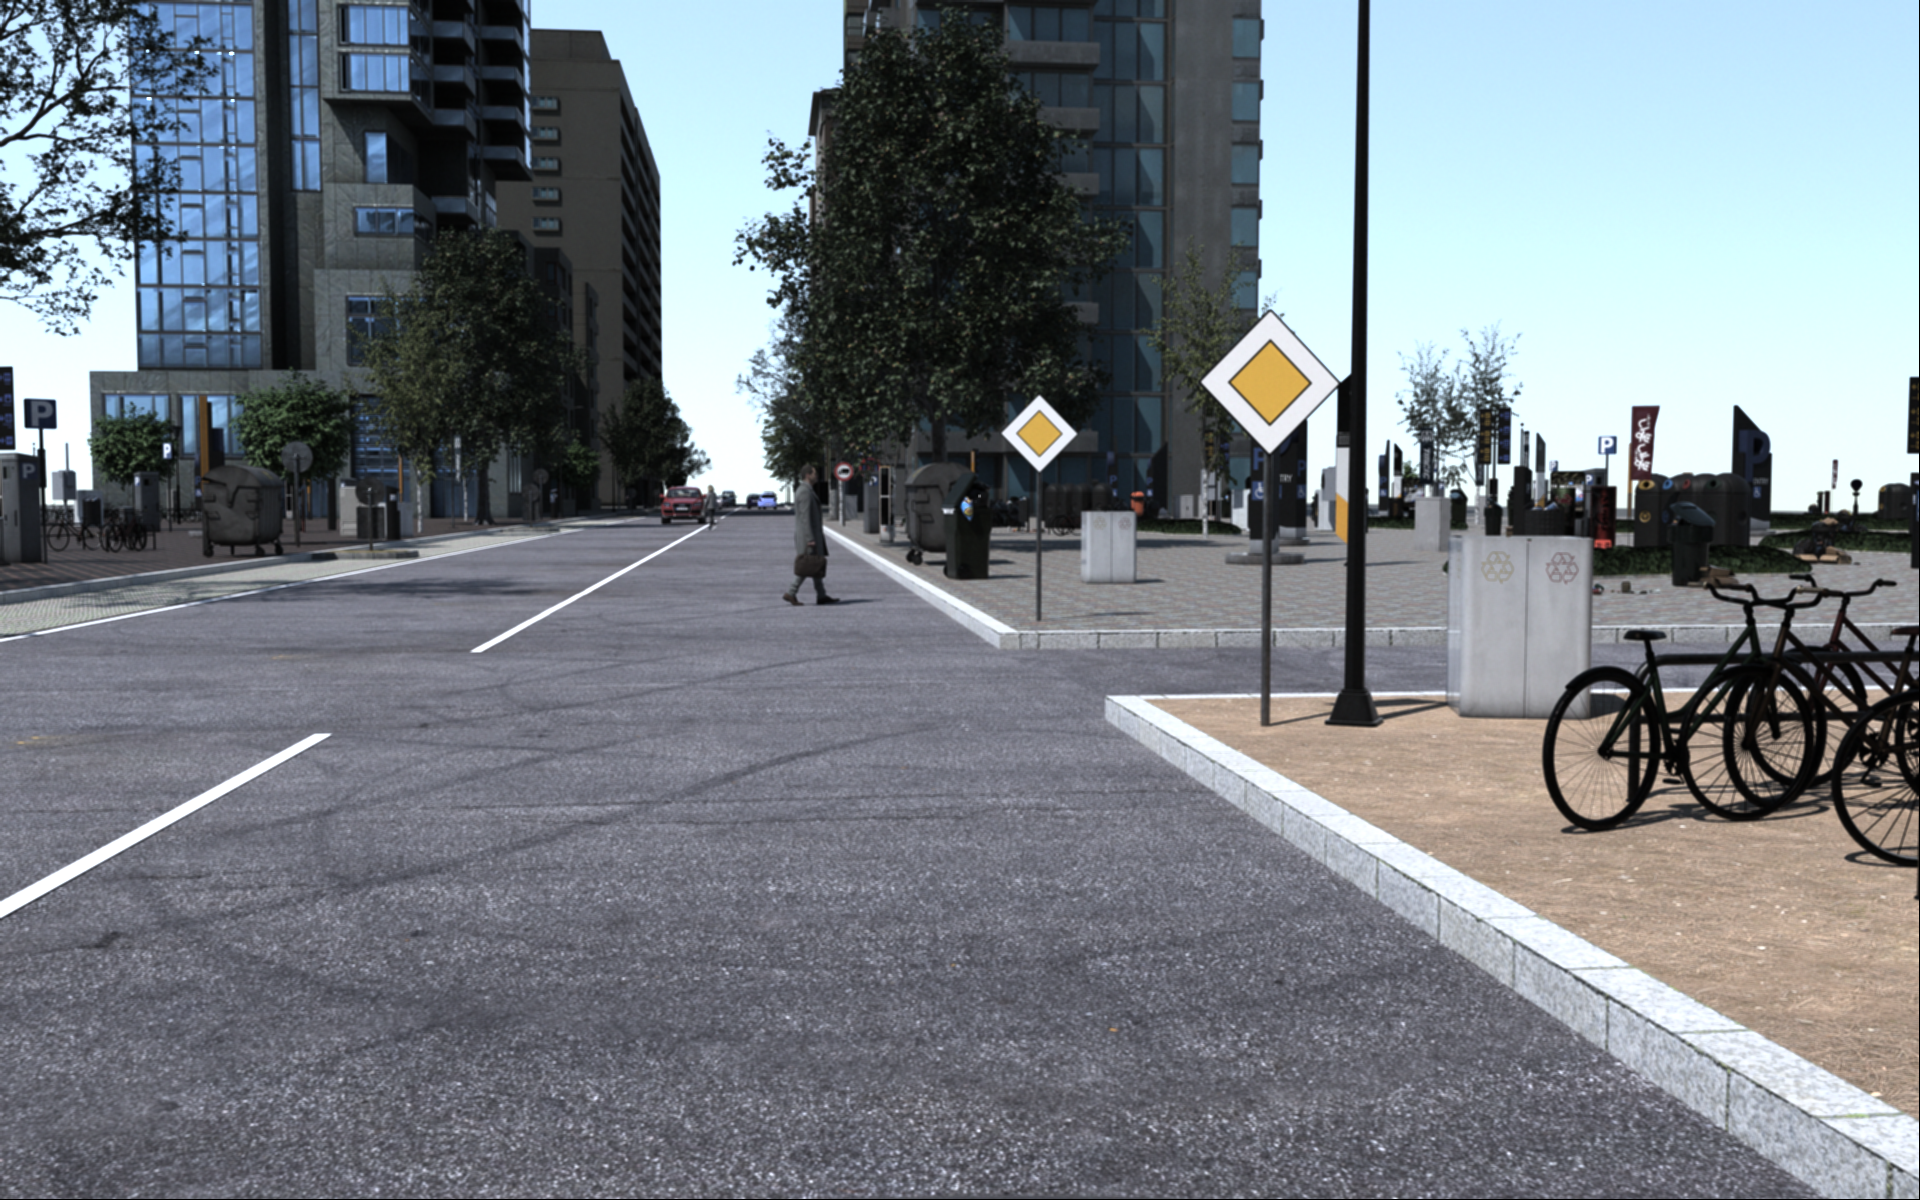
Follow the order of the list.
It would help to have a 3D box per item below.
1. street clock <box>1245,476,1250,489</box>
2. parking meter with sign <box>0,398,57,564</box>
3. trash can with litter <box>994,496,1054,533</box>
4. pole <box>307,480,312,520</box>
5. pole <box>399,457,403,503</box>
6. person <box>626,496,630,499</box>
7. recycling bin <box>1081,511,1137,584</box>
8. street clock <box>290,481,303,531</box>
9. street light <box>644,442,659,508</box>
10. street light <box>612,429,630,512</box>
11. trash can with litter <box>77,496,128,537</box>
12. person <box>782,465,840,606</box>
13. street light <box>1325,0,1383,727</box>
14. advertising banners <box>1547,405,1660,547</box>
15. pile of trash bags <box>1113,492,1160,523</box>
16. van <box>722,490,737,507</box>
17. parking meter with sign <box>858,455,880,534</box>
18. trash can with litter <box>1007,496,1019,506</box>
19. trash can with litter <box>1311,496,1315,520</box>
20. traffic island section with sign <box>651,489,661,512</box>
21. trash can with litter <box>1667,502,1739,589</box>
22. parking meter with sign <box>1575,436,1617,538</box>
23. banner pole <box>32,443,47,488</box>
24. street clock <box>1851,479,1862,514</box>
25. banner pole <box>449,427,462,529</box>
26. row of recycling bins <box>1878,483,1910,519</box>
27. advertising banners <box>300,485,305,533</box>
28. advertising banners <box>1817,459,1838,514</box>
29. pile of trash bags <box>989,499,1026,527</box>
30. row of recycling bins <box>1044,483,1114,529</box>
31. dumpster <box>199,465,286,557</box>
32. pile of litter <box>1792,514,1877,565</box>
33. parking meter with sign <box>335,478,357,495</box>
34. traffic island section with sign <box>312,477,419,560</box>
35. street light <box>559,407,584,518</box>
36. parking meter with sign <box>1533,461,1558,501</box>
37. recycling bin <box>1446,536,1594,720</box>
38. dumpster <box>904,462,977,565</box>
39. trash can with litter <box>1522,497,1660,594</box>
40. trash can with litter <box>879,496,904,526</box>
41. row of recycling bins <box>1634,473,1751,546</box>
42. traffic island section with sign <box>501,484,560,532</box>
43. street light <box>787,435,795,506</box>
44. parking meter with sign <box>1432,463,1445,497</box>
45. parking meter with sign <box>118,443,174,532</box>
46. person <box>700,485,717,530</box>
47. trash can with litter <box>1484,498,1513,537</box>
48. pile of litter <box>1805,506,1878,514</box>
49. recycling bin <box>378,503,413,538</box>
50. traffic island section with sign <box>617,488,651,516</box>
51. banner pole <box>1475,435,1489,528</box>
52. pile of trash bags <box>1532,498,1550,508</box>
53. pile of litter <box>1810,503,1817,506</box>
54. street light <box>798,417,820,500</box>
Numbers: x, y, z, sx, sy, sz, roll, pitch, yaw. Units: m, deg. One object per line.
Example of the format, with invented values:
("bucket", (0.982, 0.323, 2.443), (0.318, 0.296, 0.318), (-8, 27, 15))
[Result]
("street clock", (11.754, -3.998, 69.931), (0.471, 2.002, 0.358), (0, 4, 4))
("parking meter with sign", (-17.487, -2.203, 32.274), (1.738, 3.016, 0.543), (3, 4, 37))
("trash can with litter", (2.283, -2.859, 57.801), (1.678, 1.210, 2.233), (-2, 4, -35))
("pole", (-32.527, -5.672, 86.584), (0.158, 3.312, 0.155), (0, 3, 0))
("pole", (-28.638, -5.804, 88.746), (0.158, 3.312, 0.155), (0, 3, 0))
("person", (-32.706, -9.962, 171.244), (0.599, 1.838, 0.709), (3, 5, 44))
("recycling bin", (2.147, -0.764, 25.038), (0.722, 1.027, 0.722), (0, 4, -3))
("street clock", (-22.739, -3.354, 59.403), (0.471, 2.002, 0.358), (-2, 4, -32))
("street light", (-27.672, -11.161, 155.027), (1.470, 5.913, 1.316), (0, 4, -6))
("street light", (-24.167, -9.231, 123.474), (1.470, 5.913, 1.316), (0, 4, -6))
("trash can with litter", (-26.107, -2.564, 52.987), (1.678, 1.210, 2.233), (3, 4, 37))
("person", (-1.920, -0.841, 22.355), (0.767, 1.812, 0.694), (-1, 4, -9))
("street light", (1.668, -2.258, 9.463), (1.470, 5.913, 1.316), (0, 4, -6))
("advertising banners", (12.815, -2.346, 34.552), (2.074, 3.025, 0.090), (1, 4, 22))
("pile of trash bags", (6.824, -3.524, 67.375), (1.912, 1.369, 3.447), (0, 4, -1))
("van", (-26.351, -11.628, 197.129), (2.013, 2.044, 4.112), (0, 4, -7))
("parking meter with sign", (-2.922, -3.694, 56.657), (0.543, 3.016, 1.738), (-1, 4, -13))
("trash can with litter", (2.731, -4.347, 82.465), (0.624, 1.170, 1.055), (2, 4, 33))
("trash can with litter", (17.803, -4.518, 85.258), (0.624, 1.170, 1.055), (-3, 4, -36))
("traffic island section with sign", (-24.813, -8.161, 142.067), (1.989, 1.847, 2.006), (0, 4, -6))
("trash can with litter", (10.295, -0.765, 23.901), (0.624, 1.170, 1.055), (-1, 4, -22))
("parking meter with sign", (18.846, -3.384, 51.583), (1.738, 3.016, 0.543), (-3, 5, -42))
("banner pole", (-44.892, -5.775, 84.444), (0.401, 3.779, 0.863), (2, 4, 25))
("street clock", (43.963, -4.918, 84.980), (0.471, 2.002, 0.358), (1, 4, 11))
("banner pole", (-18.752, -4.550, 64.410), (0.863, 3.779, 0.401), (3, 5, 42))
("row of recycling bins", (36.325, -3.677, 67.225), (1.069, 1.692, 3.534), (2, 4, 23))
("advertising banners", (-21.931, -3.769, 57.806), (0.090, 3.025, 2.074), (-2, 4, -24))
("advertising banners", (44.344, -5.649, 88.555), (0.090, 3.025, 2.074), (0, 4, 2))
("pile of trash bags", (0.719, -3.500, 66.970), (3.447, 1.369, 1.912), (-1, 4, -23))
("row of recycling bins", (4.387, -3.501, 64.355), (1.069, 1.692, 3.534), (-3, 4, -36))
("dumpster", (-14.800, -1.835, 35.754), (1.264, 1.857, 1.865), (0, 4, -6))
("pile of litter", (15.930, -1.105, 32.035), (1.176, 0.858, 1.719), (-2, 4, -30))
("parking meter with sign", (-29.081, -5.275, 82.503), (0.543, 3.016, 1.738), (2, 4, 32))
("traffic island section with sign", (-13.177, -1.830, 38.556), (1.989, 1.847, 2.006), (0, 4, -6))
("street light", (-20.626, -7.302, 91.925), (1.470, 5.913, 1.316), (0, 4, -6))
("parking meter with sign", (30.246, -5.750, 90.272), (1.738, 3.016, 0.543), (-1, 4, -20))
("recycling bin", (3.279, 0.144, 10.198), (0.722, 1.027, 0.722), (1, 4, 8))
("dumpster", (-0.335, -1.592, 31.781), (1.264, 1.857, 1.865), (0, 4, -7))
("trash can with litter", (7.995, -0.699, 22.485), (2.233, 1.210, 1.678), (0, 4, 7))
("trash can with litter", (-2.743, -3.517, 68.565), (2.233, 1.210, 1.678), (-3, 5, -42))
("row of recycling bins", (14.817, -1.711, 35.093), (1.069, 1.692, 3.534), (0, 4, -6))
("traffic island section with sign", (-16.183, -3.469, 65.344), (1.989, 1.847, 2.006), (0, 4, -6))
("street light", (-12.707, -10.029, 136.522), (1.470, 5.913, 1.316), (0, 4, -6))
("parking meter with sign", (26.184, -6.023, 94.734), (0.543, 3.016, 1.738), (0, 4, -6))
("parking meter with sign", (-27.379, -3.792, 58.261), (0.543, 3.016, 1.738), (2, 4, 35))
("person", (-9.973, -3.693, 69.065), (0.728, 1.800, 0.709), (3, 5, 44))
("trash can with litter", (16.417, -2.513, 52.469), (1.055, 1.170, 0.624), (2, 4, 24))
("pile of litter", (25.151, -2.150, 49.116), (1.176, 0.858, 1.719), (-3, 4, -38))
("recycling bin", (-16.685, -2.365, 51.228), (0.722, 1.027, 0.722), (2, 4, 32))
("traffic island section with sign", (-21.794, -6.523, 115.281), (1.989, 1.847, 2.006), (0, 4, -6))
("banner pole", (19.506, -4.561, 64.586), (0.863, 3.779, 0.401), (-2, 4, -31))
("pile of trash bags", (27.956, -4.483, 83.057), (1.912, 1.369, 3.447), (0, 4, -7))
("pile of litter", (38.914, -3.952, 78.578), (1.719, 0.858, 1.176), (0, 4, 6))
("street light", (-9.112, -8.100, 104.980), (1.470, 5.913, 1.316), (0, 4, -6))
